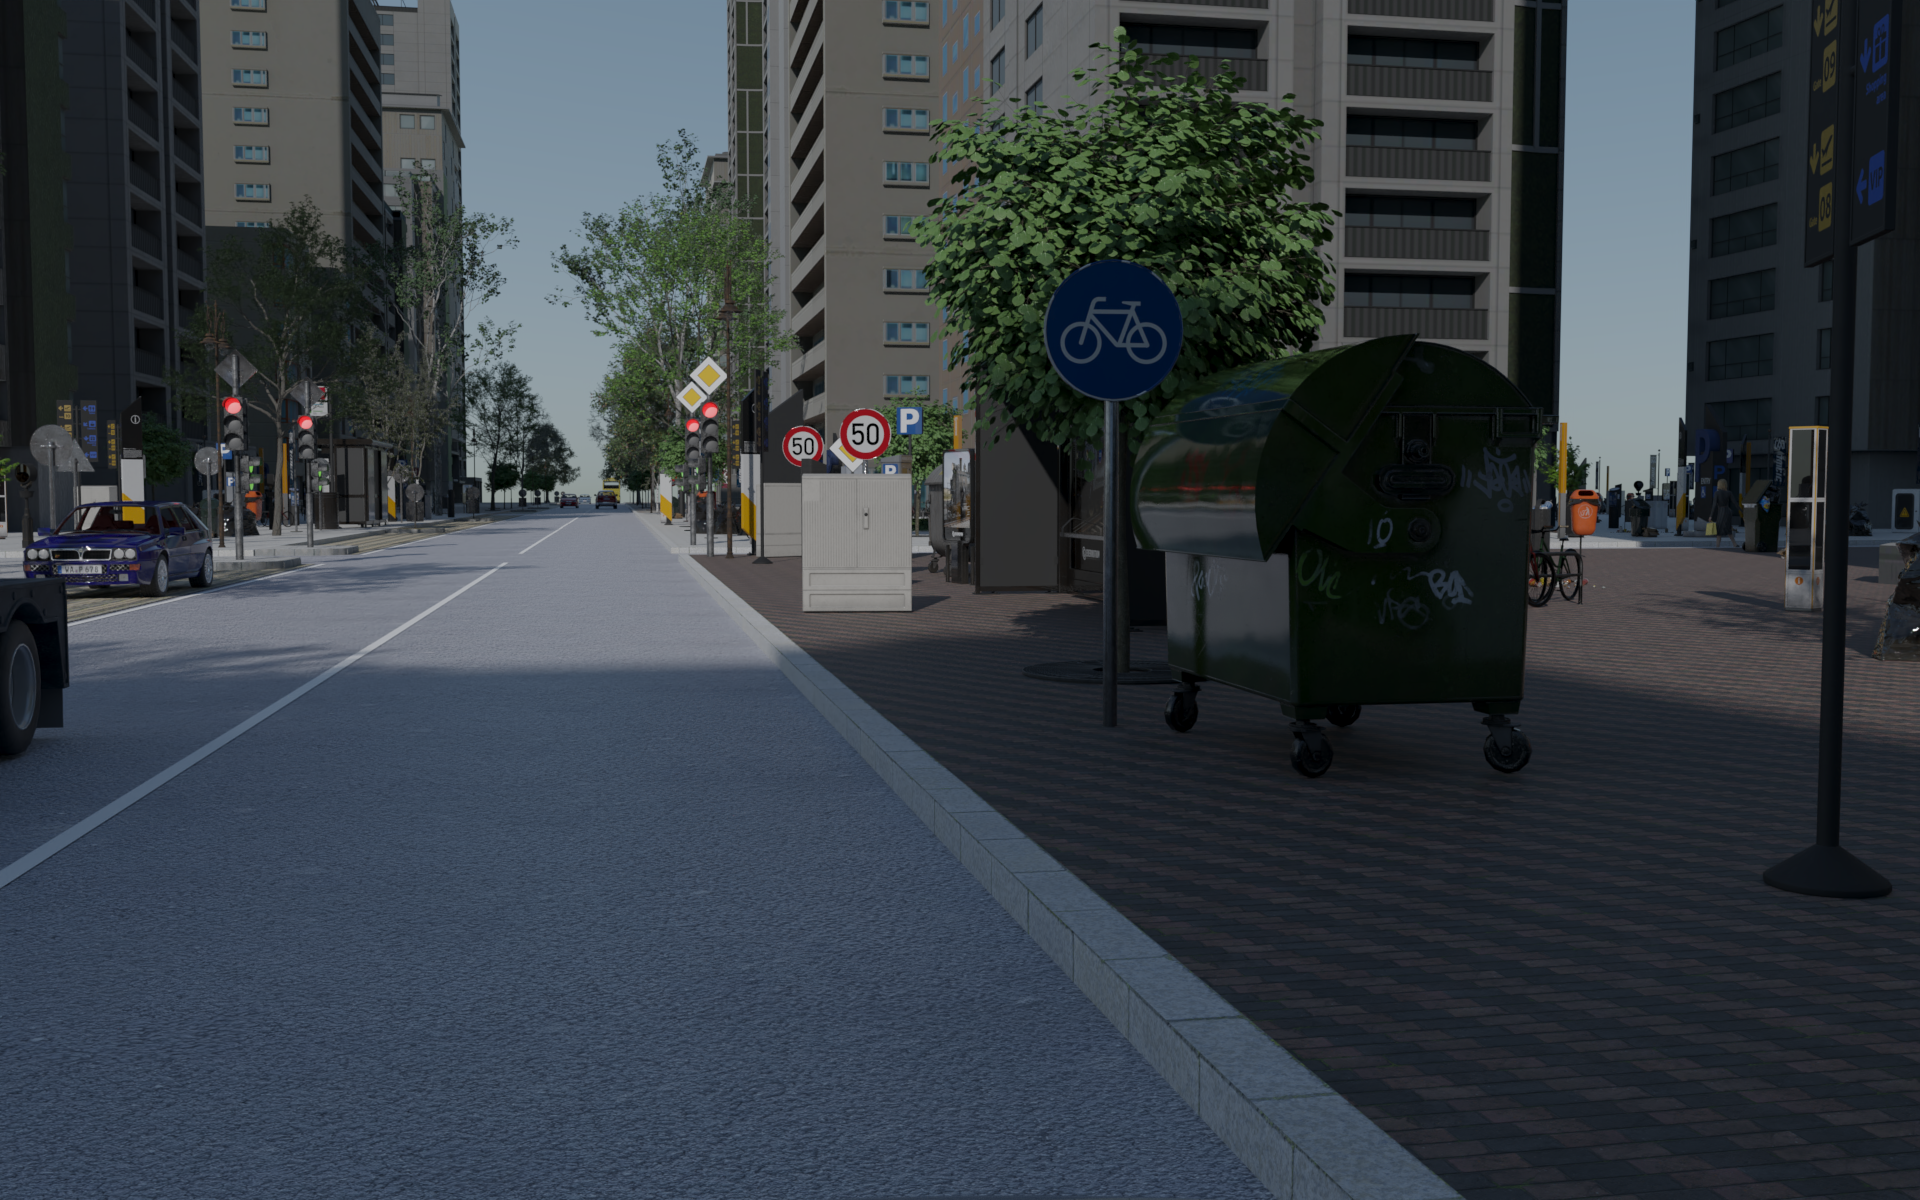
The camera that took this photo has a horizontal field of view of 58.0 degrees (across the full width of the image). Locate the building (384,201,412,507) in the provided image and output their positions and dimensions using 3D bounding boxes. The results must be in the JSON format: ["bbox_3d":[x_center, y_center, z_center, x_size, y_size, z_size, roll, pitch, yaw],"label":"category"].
[{"bbox_3d":[-61.476,-24.237,167.977,14.160,30.474,14.107,-1,4,-11],"label":"building"}]

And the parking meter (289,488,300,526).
[{"bbox_3d":[-26.938,-3.772,70.086,0.372,1.533,0.369,0,3,0],"label":"parking meter"}]

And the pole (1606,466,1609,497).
[{"bbox_3d":[46.781,-8.029,125.111,0.158,3.312,0.155,0,3,0],"label":"pole"}]

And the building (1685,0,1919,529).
[{"bbox_3d":[38.704,-18.073,67.202,14.107,30.474,14.160,-1,4,-11],"label":"building"}]

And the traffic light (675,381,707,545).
[{"bbox_3d":[-6.699,-3.324,43.263,0.839,4.253,0.868,-1,4,-11],"label":"traffic light"}]

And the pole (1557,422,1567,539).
[{"bbox_3d":[17.182,-3.398,49.396,0.158,3.312,0.155,0,3,0],"label":"pole"}]

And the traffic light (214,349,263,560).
[{"bbox_3d":[-14.025,-2.736,33.653,0.839,4.253,0.868,-1,4,-11],"label":"traffic light"}]

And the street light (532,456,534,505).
[{"bbox_3d":[-48.819,-13.773,197.967,0.468,5.910,1.993,-1,4,-11],"label":"street light"}]

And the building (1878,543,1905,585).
[{"bbox_3d":[24.768,-28.879,14.166,21.231,58.520,28.212,-1,4,-11],"label":"building"}]

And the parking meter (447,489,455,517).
[{"bbox_3d":[-27.919,-5.295,94.983,0.372,1.533,0.369,0,3,0],"label":"parking meter"}]

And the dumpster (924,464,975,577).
[{"bbox_3d":[0.202,-1.330,27.500,1.264,1.857,1.865,-1,4,-11],"label":"dumpster"}]

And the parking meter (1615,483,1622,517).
[{"bbox_3d":[36.093,-5.464,95.049,0.399,1.863,0.255,1,4,22],"label":"parking meter"}]

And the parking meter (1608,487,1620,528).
[{"bbox_3d":[24.486,-3.451,64.834,0.372,1.533,0.369,0,3,0],"label":"parking meter"}]

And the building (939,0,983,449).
[{"bbox_3d":[7.041,-26.581,84.711,14.600,45.320,14.200,-1,4,-11],"label":"building"}]

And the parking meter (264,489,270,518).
[{"bbox_3d":[-36.149,-5.024,90.547,0.372,1.533,0.369,0,3,0],"label":"parking meter"}]

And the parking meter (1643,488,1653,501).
[{"bbox_3d":[25.931,-3.480,65.305,0.372,1.533,0.369,0,3,0],"label":"parking meter"}]

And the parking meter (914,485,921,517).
[{"bbox_3d":[-2.374,-5.554,96.511,0.255,1.863,0.399,-2,4,-32],"label":"parking meter"}]

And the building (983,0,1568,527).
[{"bbox_3d":[12.971,-38.354,65.347,20.611,71.187,20.563,-1,4,-11],"label":"building"}]

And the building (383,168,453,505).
[{"bbox_3d":[-70.026,-32.254,210.950,14.154,41.232,14.086,-1,4,-11],"label":"building"}]

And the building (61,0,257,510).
[{"bbox_3d":[-45.598,-39.336,81.391,20.563,71.187,20.611,-1,4,-11],"label":"building"}]

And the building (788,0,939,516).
[{"bbox_3d":[0.829,-29.727,109.737,21.300,48.544,21.600,-1,4,-11],"label":"building"}]

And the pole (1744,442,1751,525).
[{"bbox_3d":[31.006,-4.546,68.168,0.158,3.312,0.155,0,3,0],"label":"pole"}]

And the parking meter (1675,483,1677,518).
[{"bbox_3d":[39.214,-5.430,94.484,0.399,1.863,0.255,-3,5,-42],"label":"parking meter"}]

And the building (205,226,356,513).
[{"bbox_3d":[-60.026,-17.073,124.190,27.650,21.520,28.899,-1,4,-11],"label":"building"}]

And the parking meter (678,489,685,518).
[{"bbox_3d":[-15.083,-5.225,93.844,0.372,1.533,0.369,0,3,0],"label":"parking meter"}]

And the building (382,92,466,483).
[{"bbox_3d":[-81.100,-39.192,230.023,28.713,52.752,27.495,-1,4,-11],"label":"building"}]

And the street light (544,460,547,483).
[{"bbox_3d":[-56.455,-16.100,236.030,0.468,5.910,1.993,-1,4,-11],"label":"street light"}]

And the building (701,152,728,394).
[{"bbox_3d":[-24.462,-41.295,264.417,28.713,52.752,27.495,-1,4,-11],"label":"building"}]

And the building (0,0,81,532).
[{"bbox_3d":[-37.665,-17.289,54.372,14.160,30.474,14.107,-1,4,-11],"label":"building"}]

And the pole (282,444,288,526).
[{"bbox_3d":[-27.324,-4.663,70.088,0.158,3.312,0.155,0,3,0],"label":"pole"}]

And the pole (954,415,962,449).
[{"bbox_3d":[-0.055,-3.131,45.033,0.158,3.312,0.155,0,3,0],"label":"pole"}]

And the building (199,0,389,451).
[{"bbox_3d":[-61.884,-32.109,148.691,21.300,48.544,21.600,-1,4,-11],"label":"building"}]

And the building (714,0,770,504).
[{"bbox_3d":[-21.401,-48.143,225.389,20.563,71.187,20.611,-1,4,-11],"label":"building"}]

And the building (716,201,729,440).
[{"bbox_3d":[-27.071,-34.220,243.094,14.154,41.232,14.086,-1,4,-11],"label":"building"}]

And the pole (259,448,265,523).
[{"bbox_3d":[-30.909,-5.068,76.700,0.158,3.312,0.155,0,3,0],"label":"pole"}]

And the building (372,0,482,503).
[{"bbox_3d":[-81.557,-49.898,254.078,20.563,71.187,20.611,-1,4,-11],"label":"building"}]

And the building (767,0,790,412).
[{"bbox_3d":[-5.970,-37.134,149.139,21.231,58.520,28.212,-1,4,-11],"label":"building"}]

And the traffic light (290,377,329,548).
[{"bbox_3d":[-15.584,-3.215,41.485,0.839,4.253,0.868,-1,4,-11],"label":"traffic light"}]

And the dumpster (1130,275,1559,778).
[{"bbox_3d":[1.838,-0.374,8.603,1.502,2.255,1.985,-1,4,-11],"label":"dumpster"}]

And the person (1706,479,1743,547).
[{"bbox_3d":[19.123,-2.064,42.470,1.509,1.804,0.699,2,4,27],"label":"person"}]

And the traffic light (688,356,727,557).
[{"bbox_3d":[-5.141,-2.845,35.431,0.839,4.253,0.868,-1,4,-11],"label":"traffic light"}]

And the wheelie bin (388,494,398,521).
[{"bbox_3d":[-26.655,-4.457,80.772,0.980,1.594,0.693,3,5,39],"label":"wheelie bin"}]

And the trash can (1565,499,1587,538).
[{"bbox_3d":[18.135,-2.403,50.944,0.748,1.137,0.748,0,3,0],"label":"trash can"}]

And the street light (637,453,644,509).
[{"bbox_3d":[-28.012,-11.005,152.716,0.468,5.910,1.993,-1,4,-11],"label":"street light"}]

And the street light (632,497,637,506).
[{"bbox_3d":[-35.652,-13.354,191.117,0.468,5.910,1.993,-1,4,-11],"label":"street light"}]

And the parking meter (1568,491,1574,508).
[{"bbox_3d":[28.988,-4.669,82.049,0.255,1.863,0.399,-3,5,-42],"label":"parking meter"}]

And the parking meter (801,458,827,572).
[{"bbox_3d":[-2.394,-1.395,28.525,0.255,1.863,0.399,3,5,43],"label":"parking meter"}]

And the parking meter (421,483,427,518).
[{"bbox_3d":[-29.172,-5.421,94.350,0.255,1.863,0.399,0,4,-5],"label":"parking meter"}]

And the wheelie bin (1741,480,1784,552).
[{"bbox_3d":[17.779,-1.864,38.379,0.693,1.594,0.980,0,4,-4],"label":"wheelie bin"}]
